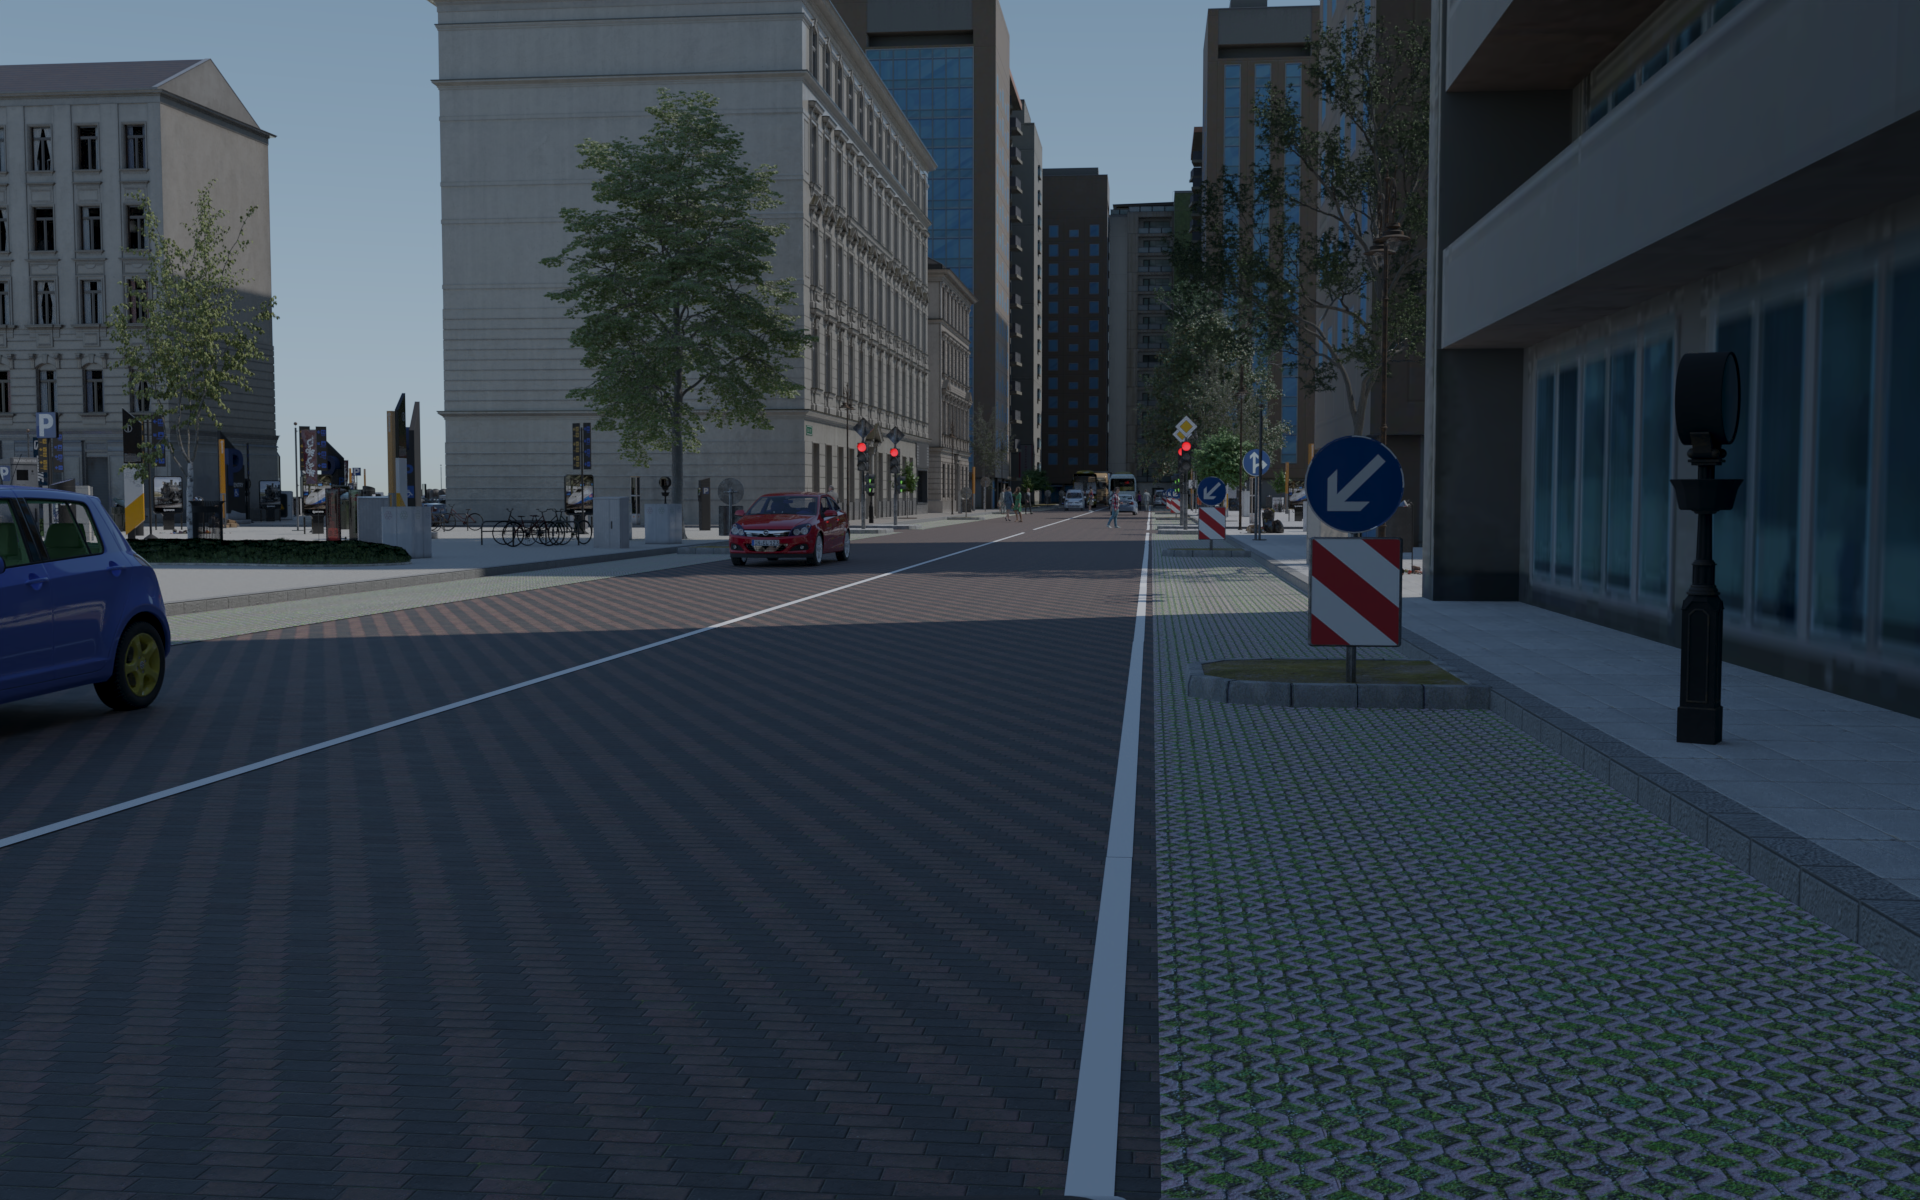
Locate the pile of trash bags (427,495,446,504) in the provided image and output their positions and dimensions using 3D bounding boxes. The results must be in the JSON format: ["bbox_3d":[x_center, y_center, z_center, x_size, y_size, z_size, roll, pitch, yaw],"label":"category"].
[{"bbox_3d":[-34.135,-6.412,114.586,1.912,1.369,3.447,1,4,13],"label":"pile of trash bags"}]

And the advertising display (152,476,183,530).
[{"bbox_3d":[-28.263,-3.462,61.813,0.974,1.923,0.123,-2,4,-35],"label":"advertising display"}]

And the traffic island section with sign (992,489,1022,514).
[{"bbox_3d":[3.363,-6.999,123.062,1.989,1.847,2.006,0,4,6],"label":"traffic island section with sign"}]

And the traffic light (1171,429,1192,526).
[{"bbox_3d":[8.949,-4.957,69.970,0.839,4.253,0.868,0,4,6],"label":"traffic light"}]

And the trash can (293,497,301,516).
[{"bbox_3d":[-38.848,-5.473,101.141,0.748,1.137,0.748,0,3,0],"label":"trash can"}]

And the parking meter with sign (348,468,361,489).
[{"bbox_3d":[-39.578,-7.127,112.786,0.543,3.016,1.738,0,4,2],"label":"parking meter with sign"}]

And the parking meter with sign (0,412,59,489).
[{"bbox_3d":[-19.729,-2.444,36.224,0.543,3.016,1.738,1,4,19],"label":"parking meter with sign"}]

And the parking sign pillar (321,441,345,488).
[{"bbox_3d":[-31.675,-6.056,87.487,1.447,3.967,1.447,2,4,32],"label":"parking sign pillar"}]

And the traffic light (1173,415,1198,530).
[{"bbox_3d":[8.073,-4.472,62.033,0.839,4.253,0.868,0,4,6],"label":"traffic light"}]

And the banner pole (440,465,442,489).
[{"bbox_3d":[-43.795,-9.555,146.241,0.401,3.779,0.863,-1,4,-17],"label":"banner pole"}]

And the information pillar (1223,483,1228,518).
[{"bbox_3d":[14.406,-6.283,94.078,0.183,3.616,0.504,-1,4,-21],"label":"information pillar"}]

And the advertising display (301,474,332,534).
[{"bbox_3d":[-20.651,-3.084,55.643,0.974,1.923,0.123,-3,5,-43],"label":"advertising display"}]

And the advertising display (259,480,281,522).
[{"bbox_3d":[-32.259,-4.634,80.986,0.974,1.923,0.123,-2,4,-35],"label":"advertising display"}]

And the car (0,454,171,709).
[{"bbox_3d":[-6.373,-0.045,10.330,1.945,1.707,3.694,0,4,4],"label":"car"}]

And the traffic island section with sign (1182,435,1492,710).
[{"bbox_3d":[2.641,-0.236,12.480,1.989,1.847,2.006,0,4,6],"label":"traffic island section with sign"}]

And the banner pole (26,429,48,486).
[{"bbox_3d":[-35.623,-4.695,66.774,0.863,3.779,0.401,-2,4,-30],"label":"banner pole"}]

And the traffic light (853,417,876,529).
[{"bbox_3d":[-3.520,-4.549,63.292,0.839,4.253,0.868,0,4,6],"label":"traffic light"}]

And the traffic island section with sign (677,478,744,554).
[{"bbox_3d":[-5.606,-2.029,41.809,1.989,1.847,2.006,0,4,6],"label":"traffic island section with sign"}]

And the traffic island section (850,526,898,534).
[{"bbox_3d":[-3.558,-2.517,63.431,2.009,0.180,2.903,0,4,6],"label":"traffic island section"}]

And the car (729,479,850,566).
[{"bbox_3d":[-3.491,-1.644,35.919,2.155,1.783,4.494,0,4,8],"label":"car"}]

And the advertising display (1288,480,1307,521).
[{"bbox_3d":[15.906,-4.658,81.377,0.974,1.923,0.123,1,4,9],"label":"advertising display"}]

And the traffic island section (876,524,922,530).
[{"bbox_3d":[-2.682,-3.002,71.368,2.009,0.180,2.903,0,4,6],"label":"traffic island section"}]

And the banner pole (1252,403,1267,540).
[{"bbox_3d":[8.367,-3.555,48.145,0.401,3.779,0.863,1,4,15],"label":"banner pole"}]

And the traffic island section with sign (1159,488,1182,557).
[{"bbox_3d":[5.672,-1.916,39.952,1.989,1.847,2.006,0,4,6],"label":"traffic island section with sign"}]

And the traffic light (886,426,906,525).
[{"bbox_3d":[-2.644,-5.034,71.229,0.839,4.253,0.868,0,4,6],"label":"traffic light"}]

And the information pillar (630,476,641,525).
[{"bbox_3d":[-13.554,-4.149,72.328,0.304,2.012,0.304,1,4,20],"label":"information pillar"}]

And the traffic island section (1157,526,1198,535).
[{"bbox_3d":[8.112,-2.438,62.142,2.009,0.180,2.903,0,4,6],"label":"traffic island section"}]

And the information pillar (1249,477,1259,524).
[{"bbox_3d":[12.711,-4.305,74.882,0.304,2.012,0.304,-1,4,-11],"label":"information pillar"}]

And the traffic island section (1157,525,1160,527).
[{"bbox_3d":[8.988,-2.923,70.079,2.009,0.180,2.903,0,4,6],"label":"traffic island section"}]

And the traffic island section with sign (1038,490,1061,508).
[{"bbox_3d":[8.806,-10.022,172.479,1.989,1.847,2.006,0,4,6],"label":"traffic island section with sign"}]

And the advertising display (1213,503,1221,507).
[{"bbox_3d":[12.679,-4.930,85.815,0.123,1.923,0.974,2,4,35],"label":"advertising display"}]

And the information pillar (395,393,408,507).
[{"bbox_3d":[-12.883,-2.973,39.958,0.183,3.616,0.504,0,4,3],"label":"information pillar"}]

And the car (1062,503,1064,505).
[{"bbox_3d":[13.652,-12.779,218.533,1.945,1.707,3.694,0,4,5],"label":"car"}]

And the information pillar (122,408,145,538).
[{"bbox_3d":[-22.480,-3.408,47.082,0.504,3.616,0.183,-1,4,-12],"label":"information pillar"}]

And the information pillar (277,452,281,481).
[{"bbox_3d":[-35.167,-5.989,89.281,0.504,3.616,0.183,3,5,40],"label":"information pillar"}]

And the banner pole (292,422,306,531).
[{"bbox_3d":[-22.939,-4.302,60.348,0.401,3.779,0.863,2,4,24],"label":"banner pole"}]

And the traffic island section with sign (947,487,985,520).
[{"bbox_3d":[0.366,-5.347,96.046,1.989,1.847,2.006,0,4,6],"label":"traffic island section with sign"}]

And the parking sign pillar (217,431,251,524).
[{"bbox_3d":[-31.166,-5.238,74.114,1.447,3.967,1.447,1,4,10],"label":"parking sign pillar"}]

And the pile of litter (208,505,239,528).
[{"bbox_3d":[-28.095,-3.196,66.215,1.176,0.858,1.719,1,4,12],"label":"pile of litter"}]

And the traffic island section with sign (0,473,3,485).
[{"bbox_3d":[-8.636,-0.352,14.383,1.989,1.847,2.006,0,4,6],"label":"traffic island section with sign"}]

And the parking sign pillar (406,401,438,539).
[{"bbox_3d":[-15.802,-3.752,49.815,1.447,3.967,1.447,-1,4,-10],"label":"parking sign pillar"}]

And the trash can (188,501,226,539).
[{"bbox_3d":[-16.110,-1.556,37.090,0.748,1.137,0.748,0,3,0],"label":"trash can"}]

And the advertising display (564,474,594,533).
[{"bbox_3d":[-12.479,-3.153,56.758,0.974,1.923,0.123,-2,4,-32],"label":"advertising display"}]

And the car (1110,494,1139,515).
[{"bbox_3d":[11.211,-6.503,118.330,2.014,1.417,4.499,0,4,8],"label":"car"}]

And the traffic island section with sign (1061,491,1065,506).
[{"bbox_3d":[11.761,-11.660,199.273,1.989,1.847,2.006,0,4,6],"label":"traffic island section with sign"}]

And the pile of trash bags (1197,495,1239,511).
[{"bbox_3d":[19.643,-7.447,131.516,3.447,1.369,1.912,1,4,17],"label":"pile of trash bags"}]

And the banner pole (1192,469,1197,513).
[{"bbox_3d":[15.915,-7.792,117.414,0.401,3.779,0.863,-1,4,-17],"label":"banner pole"}]

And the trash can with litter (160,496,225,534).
[{"bbox_3d":[-24.971,-2.763,56.240,2.233,1.210,1.678,1,4,23],"label":"trash can with litter"}]

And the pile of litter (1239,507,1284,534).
[{"bbox_3d":[9.883,-2.611,56.649,1.719,0.858,1.176,-1,4,-17],"label":"pile of litter"}]

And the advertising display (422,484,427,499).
[{"bbox_3d":[-33.338,-6.275,107.807,0.123,1.923,0.974,-2,4,-27],"label":"advertising display"}]

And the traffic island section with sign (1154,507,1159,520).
[{"bbox_3d":[11.752,-5.285,95.035,1.989,1.847,2.006,0,4,6],"label":"traffic island section with sign"}]

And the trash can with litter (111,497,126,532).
[{"bbox_3d":[-28.236,-2.899,58.790,1.055,1.170,0.624,1,4,12],"label":"trash can with litter"}]
